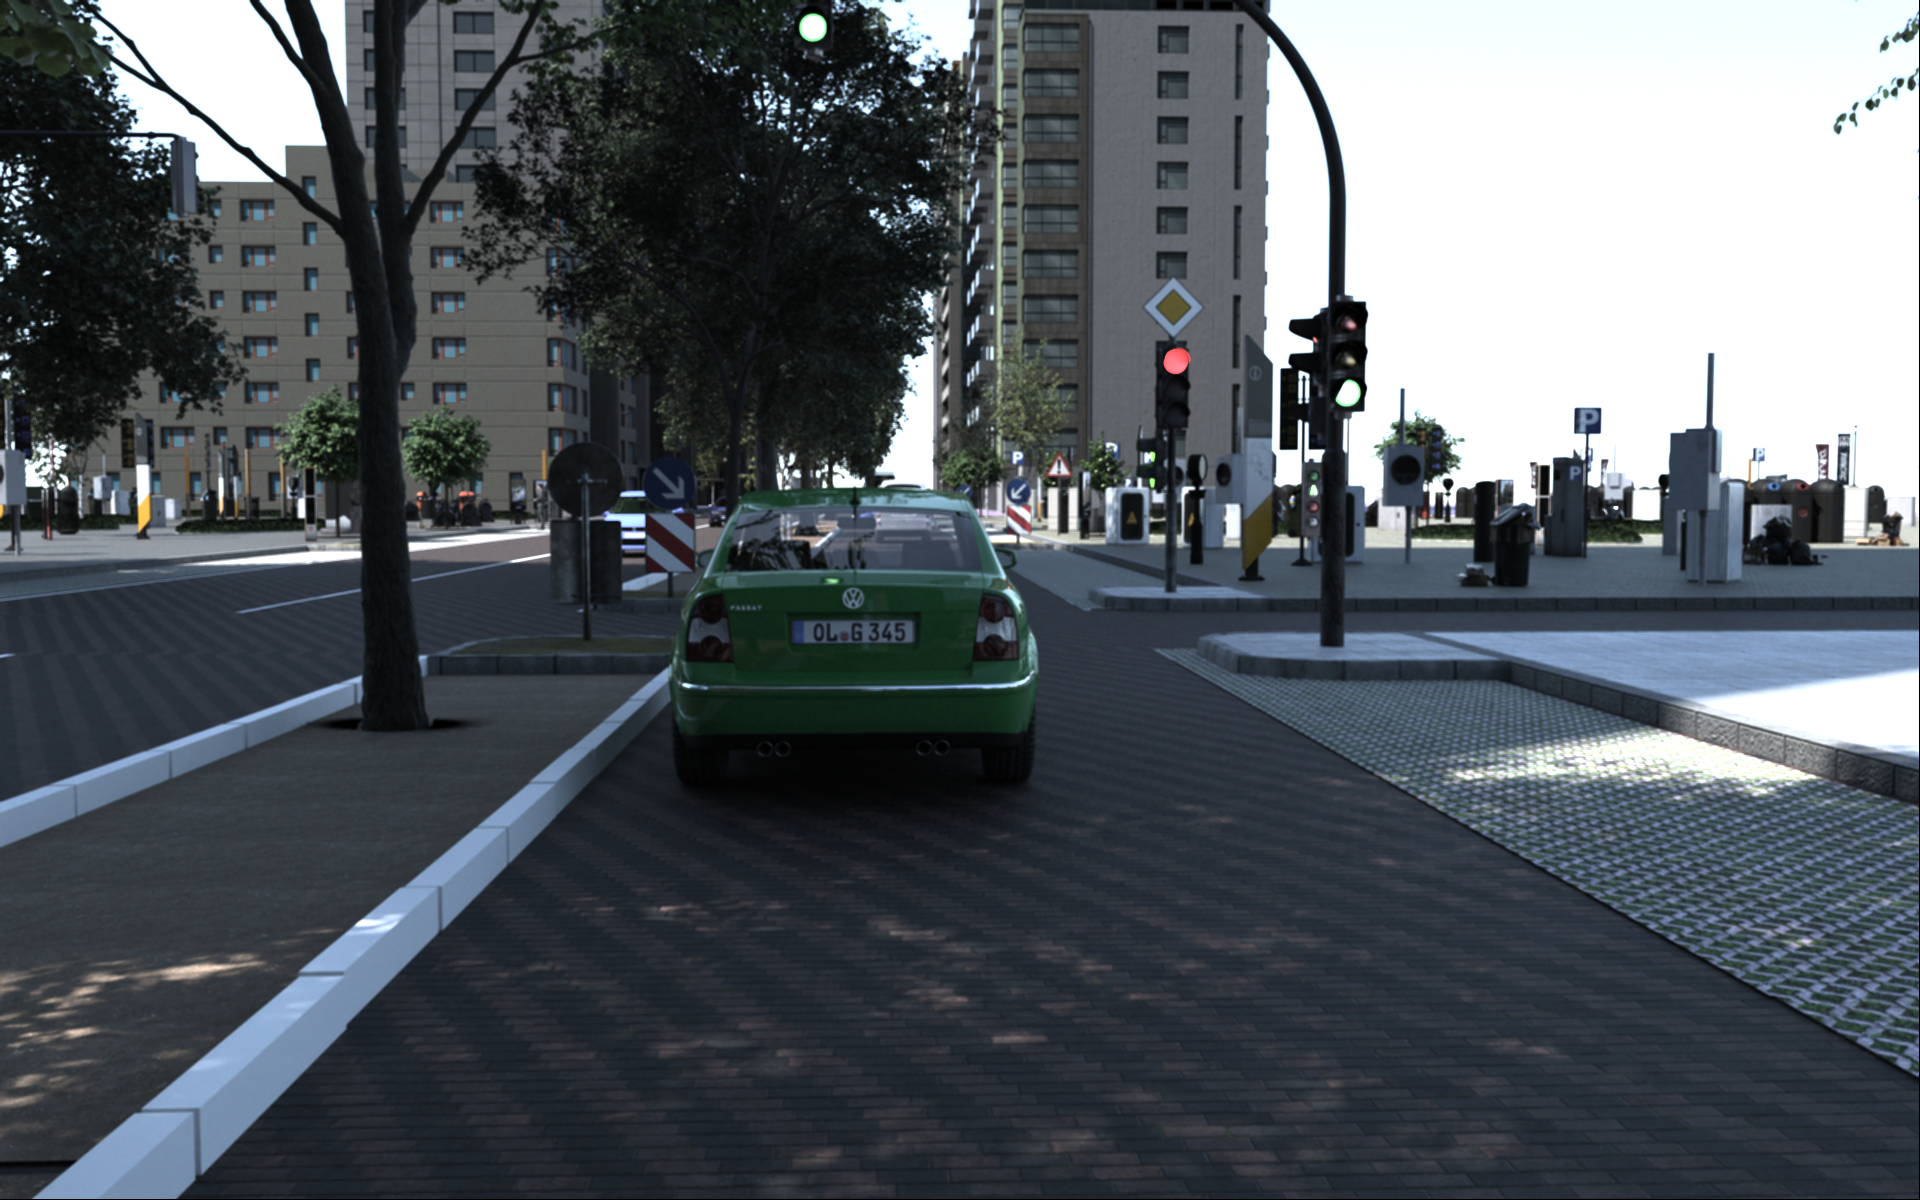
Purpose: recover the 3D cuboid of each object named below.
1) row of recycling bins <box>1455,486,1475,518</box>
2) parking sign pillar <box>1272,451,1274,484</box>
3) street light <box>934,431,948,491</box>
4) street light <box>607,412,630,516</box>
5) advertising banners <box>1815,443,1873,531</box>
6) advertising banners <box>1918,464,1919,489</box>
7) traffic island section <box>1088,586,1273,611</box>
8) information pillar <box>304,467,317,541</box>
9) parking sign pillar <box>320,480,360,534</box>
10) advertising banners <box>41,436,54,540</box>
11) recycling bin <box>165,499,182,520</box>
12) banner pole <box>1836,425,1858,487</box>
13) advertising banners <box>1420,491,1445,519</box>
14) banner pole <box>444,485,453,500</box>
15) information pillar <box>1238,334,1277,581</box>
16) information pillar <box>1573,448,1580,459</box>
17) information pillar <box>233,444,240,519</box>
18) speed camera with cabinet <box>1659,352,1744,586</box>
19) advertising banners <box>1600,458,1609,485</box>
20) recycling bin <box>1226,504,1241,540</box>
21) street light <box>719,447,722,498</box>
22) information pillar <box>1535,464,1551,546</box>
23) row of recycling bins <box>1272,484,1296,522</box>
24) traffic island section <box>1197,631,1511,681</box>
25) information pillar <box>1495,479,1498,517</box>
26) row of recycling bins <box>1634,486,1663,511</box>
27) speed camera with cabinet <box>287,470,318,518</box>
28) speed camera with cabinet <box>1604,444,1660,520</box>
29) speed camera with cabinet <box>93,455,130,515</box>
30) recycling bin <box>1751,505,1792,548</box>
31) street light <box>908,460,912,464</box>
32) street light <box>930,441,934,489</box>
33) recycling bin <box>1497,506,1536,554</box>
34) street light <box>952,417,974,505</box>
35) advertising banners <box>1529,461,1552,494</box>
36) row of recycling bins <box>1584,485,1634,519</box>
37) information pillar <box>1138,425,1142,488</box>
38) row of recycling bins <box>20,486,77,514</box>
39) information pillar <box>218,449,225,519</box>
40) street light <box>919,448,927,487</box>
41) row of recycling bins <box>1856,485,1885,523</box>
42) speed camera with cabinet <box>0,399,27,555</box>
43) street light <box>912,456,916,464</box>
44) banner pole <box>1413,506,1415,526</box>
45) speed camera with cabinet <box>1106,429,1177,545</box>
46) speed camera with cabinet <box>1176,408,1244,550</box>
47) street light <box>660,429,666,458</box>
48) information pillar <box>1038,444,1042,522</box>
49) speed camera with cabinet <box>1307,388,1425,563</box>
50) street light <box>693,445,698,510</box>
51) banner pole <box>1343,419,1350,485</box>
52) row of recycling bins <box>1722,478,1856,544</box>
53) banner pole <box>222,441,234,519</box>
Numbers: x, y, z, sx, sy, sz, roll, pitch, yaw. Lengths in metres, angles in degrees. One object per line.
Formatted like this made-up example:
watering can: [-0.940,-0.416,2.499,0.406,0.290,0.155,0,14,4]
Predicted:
row of recycling bins: [27.895,-5.214,92.363,1.069,1.692,3.534,-2,4,-34]
parking sign pillar: [13.583,-5.479,78.046,1.447,3.967,1.447,-2,4,-29]
street light: [-0.949,-9.498,127.831,1.470,5.913,1.316,0,4,-3]
street light: [-19.324,-7.673,97.988,1.470,5.913,1.316,0,4,-3]
advertising banners: [30.563,-3.900,59.954,2.074,3.025,0.090,0,4,-2]
advertising banners: [56.029,-6.337,99.800,0.090,3.025,2.074,-1,4,-18]
traffic island section: [2.776,-0.022,22.640,2.009,0.180,2.903,0,4,-3]
information pillar: [-17.707,-2.613,47.212,0.304,2.012,0.304,-1,4,-21]
parking sign pillar: [-19.869,-4.116,55.771,1.447,3.967,1.447,2,4,32]
advertising banners: [-25.539,-3.198,48.480,0.090,3.025,2.074,-3,4,-36]
recycling bin: [-39.792,-4.578,87.409,0.722,1.027,0.722,0,4,3]
banner pole: [32.107,-4.442,62.645,0.863,3.779,0.401,0,4,5]
advertising banners: [23.714,-5.622,88.114,2.074,3.025,0.090,-1,4,-10]
banner pole: [-24.092,-5.607,81.684,0.401,3.779,0.863,1,4,14]
information pillar: [4.398,-2.096,25.622,0.504,3.616,0.183,-2,4,-27]
information pillar: [31.349,-5.923,88.195,0.504,3.616,0.183,-2,4,-34]
information pillar: [-34.170,-5.531,81.781,0.183,3.616,0.504,0,4,-5]
speed camera with cabinet: [10.744,-1.870,24.916,0.660,3.252,2.038,3,4,37]
advertising banners: [30.966,-5.427,84.922,2.074,3.025,0.090,-1,4,-19]
recycling bin: [7.844,-2.197,48.477,0.722,1.027,0.722,1,4,13]
street light: [-22.592,-11.885,166.853,1.470,5.913,1.316,0,4,-3]
information pillar: [14.334,-2.332,42.622,0.304,2.012,0.304,0,4,3]
row of recycling bins: [12.880,-3.812,69.445,1.069,1.692,3.534,-3,5,-39]
traffic island section: [3.159,0.466,14.664,2.009,0.180,2.903,0,4,-3]
information pillar: [26.046,-4.849,83.767,0.304,2.012,0.304,0,4,-1]
row of recycling bins: [35.665,-5.146,91.247,3.534,1.692,1.069,-1,4,-18]
speed camera with cabinet: [-33.980,-5.817,89.449,0.660,3.252,2.038,1,4,9]
speed camera with cabinet: [26.603,-4.537,68.523,2.038,3.252,0.660,1,4,16]
speed camera with cabinet: [-43.570,-5.798,89.137,0.660,3.252,2.038,1,4,20]
recycling bin: [18.982,-1.711,40.533,0.722,1.027,0.722,1,4,10]
street light: [-5.865,-15.977,233.765,1.470,5.913,1.316,0,4,-3]
street light: [-1.932,-10.911,150.943,1.470,5.913,1.316,0,4,-3]
recycling bin: [11.951,-1.508,37.216,0.722,1.027,0.722,1,4,10]
street light: [0.272,-8.105,105.053,1.470,5.913,1.316,0,4,-3]
advertising banners: [31.418,-5.915,92.902,2.074,3.025,0.090,-1,4,-13]
row of recycling bins: [28.481,-4.317,77.698,3.534,1.692,1.069,-2,4,-30]
information pillar: [6.045,-4.091,58.247,0.183,3.616,0.504,1,4,11]
row of recycling bins: [-46.663,-4.978,88.499,3.534,1.692,1.069,1,4,17]
information pillar: [-38.316,-6.026,89.878,0.183,3.616,0.504,-3,5,-44]
street light: [-3.149,-12.329,174.120,1.470,5.913,1.316,0,4,-3]
row of recycling bins: [39.518,-4.313,77.630,3.534,1.692,1.069,3,5,43]
speed camera with cabinet: [-20.595,-2.565,36.271,2.038,3.252,0.660,1,4,16]
street light: [-4.783,-14.595,211.172,1.470,5.913,1.316,0,4,-3]
banner pole: [17.879,-4.824,68.883,0.401,3.779,0.863,-3,5,-39]
speed camera with cabinet: [4.721,-3.036,43.968,2.038,3.252,0.660,-2,4,-25]
speed camera with cabinet: [5.950,-2.811,40.294,0.660,3.252,2.038,-2,4,-26]
street light: [-20.374,-9.083,121.050,1.470,5.913,1.316,0,4,-3]
information pillar: [3.715,-5.485,81.031,0.183,3.616,0.504,0,4,-4]
speed camera with cabinet: [7.528,-2.312,32.140,2.038,3.252,0.660,0,4,4]
street light: [-21.438,-10.465,143.644,1.470,5.913,1.316,0,4,-3]
banner pole: [10.353,-3.482,46.955,0.863,3.779,0.401,-2,4,-35]
row of recycling bins: [21.379,-2.329,45.200,3.534,1.692,1.069,-1,4,-13]
banner pole: [-34.748,-5.645,82.320,0.401,3.779,0.863,2,4,28]
